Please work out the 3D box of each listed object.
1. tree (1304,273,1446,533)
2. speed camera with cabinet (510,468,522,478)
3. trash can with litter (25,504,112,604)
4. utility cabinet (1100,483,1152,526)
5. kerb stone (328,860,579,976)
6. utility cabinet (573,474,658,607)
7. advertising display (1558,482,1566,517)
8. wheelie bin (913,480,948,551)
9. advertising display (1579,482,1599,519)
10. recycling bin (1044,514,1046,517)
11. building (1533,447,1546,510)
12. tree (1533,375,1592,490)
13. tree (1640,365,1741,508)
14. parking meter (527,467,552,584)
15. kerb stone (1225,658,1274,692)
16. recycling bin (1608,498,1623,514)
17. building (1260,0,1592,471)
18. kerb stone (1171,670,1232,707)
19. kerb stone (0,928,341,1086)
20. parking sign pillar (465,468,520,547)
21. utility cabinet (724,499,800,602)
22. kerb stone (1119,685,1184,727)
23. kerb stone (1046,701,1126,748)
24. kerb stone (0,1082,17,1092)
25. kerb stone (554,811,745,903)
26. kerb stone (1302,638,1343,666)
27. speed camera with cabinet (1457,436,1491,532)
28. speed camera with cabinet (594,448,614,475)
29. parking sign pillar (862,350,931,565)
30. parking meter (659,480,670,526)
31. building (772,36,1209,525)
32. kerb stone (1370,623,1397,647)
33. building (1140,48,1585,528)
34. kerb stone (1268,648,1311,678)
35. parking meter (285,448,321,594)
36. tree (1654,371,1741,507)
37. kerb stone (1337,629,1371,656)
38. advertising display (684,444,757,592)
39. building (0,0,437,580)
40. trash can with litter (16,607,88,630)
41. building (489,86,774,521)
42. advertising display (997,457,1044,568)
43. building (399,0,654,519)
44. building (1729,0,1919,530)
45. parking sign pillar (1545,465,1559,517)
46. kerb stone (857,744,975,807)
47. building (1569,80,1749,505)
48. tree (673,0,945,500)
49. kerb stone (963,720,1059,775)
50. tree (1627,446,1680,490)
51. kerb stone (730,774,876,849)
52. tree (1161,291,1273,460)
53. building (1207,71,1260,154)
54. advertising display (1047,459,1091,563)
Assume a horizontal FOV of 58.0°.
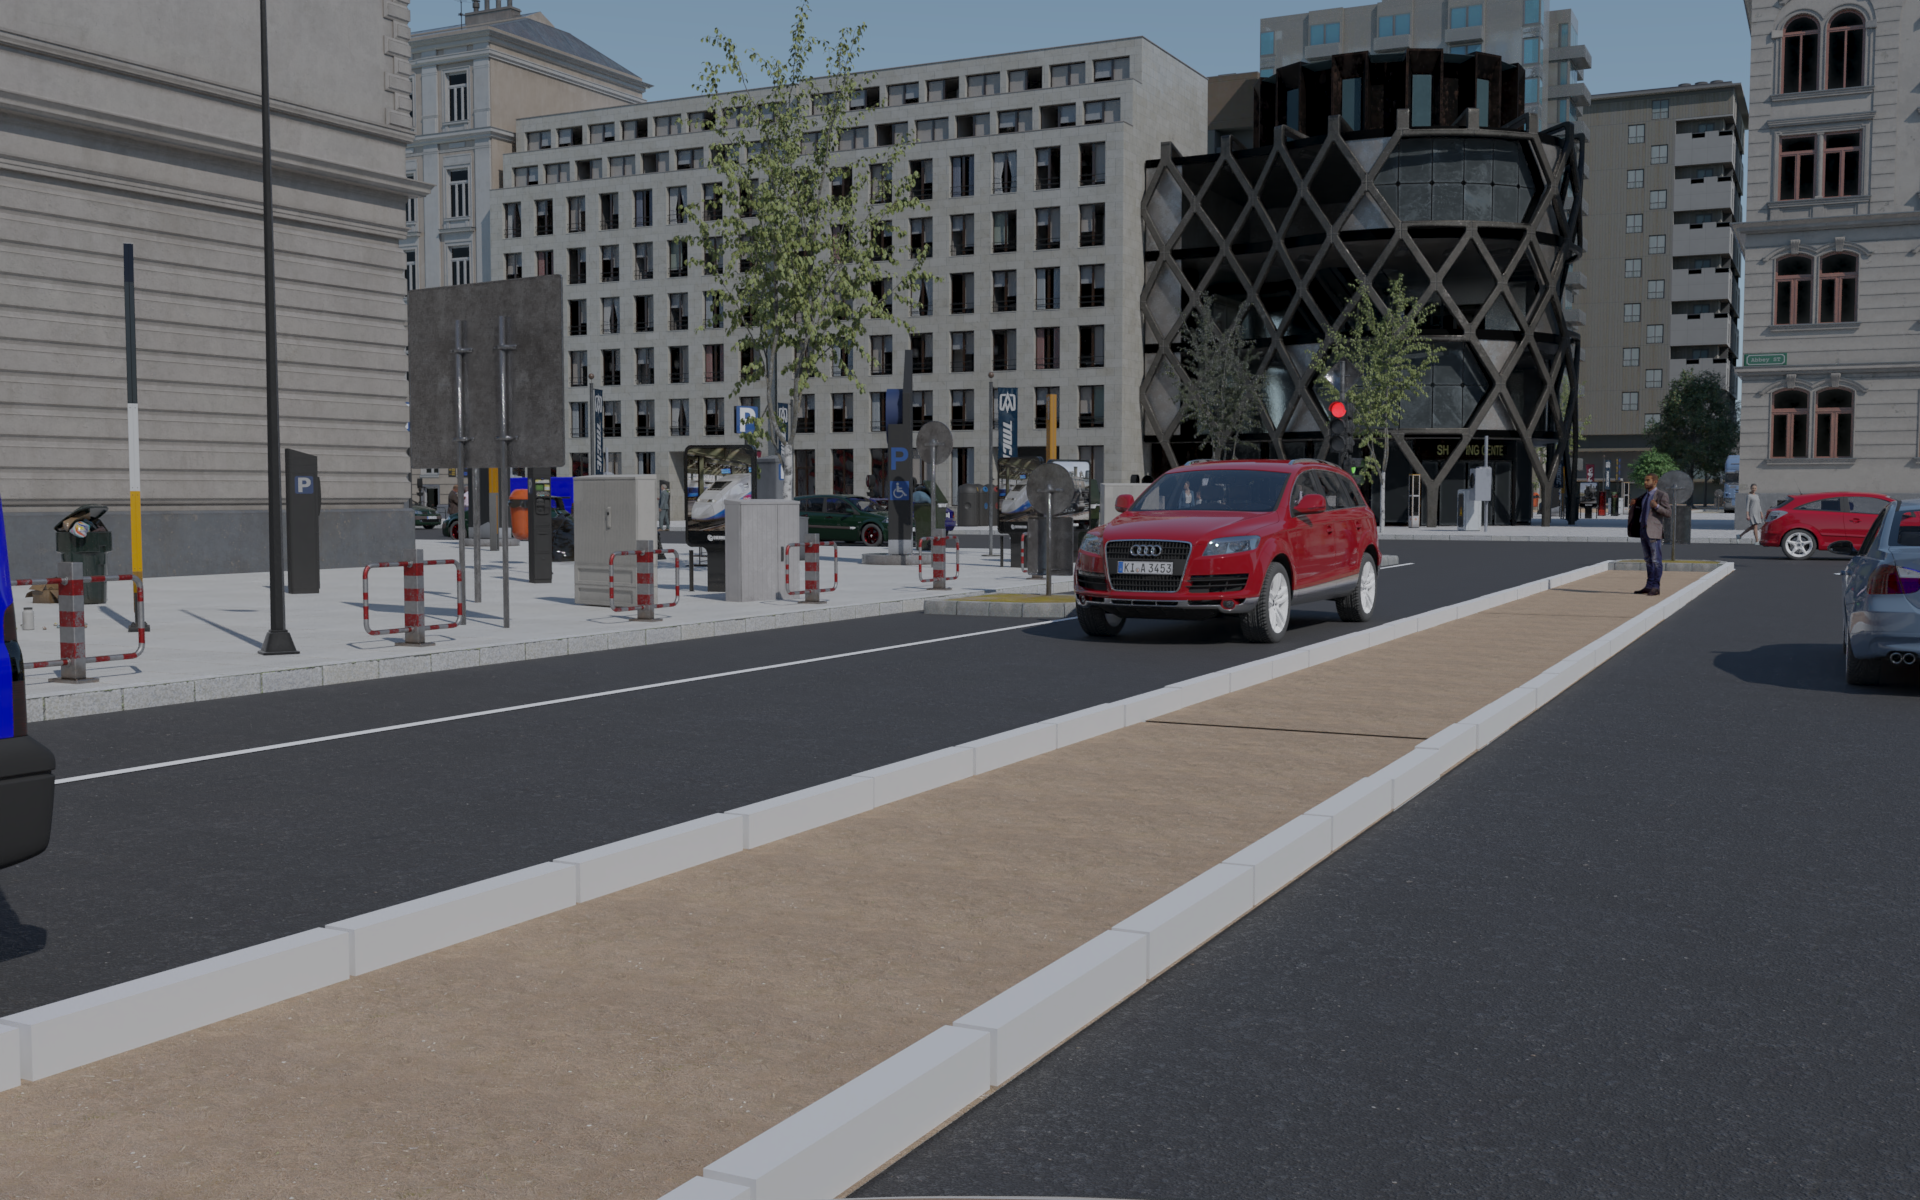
[{"bbox_3d":[13.807,-6.547,57.402,4.737,8.622,4.395,0,3,0],"label":"tree"},{"bbox_3d":[-20.971,-5.469,83.761,2.038,3.252,0.660,1,4,13],"label":"speed camera with cabinet"},{"bbox_3d":[-10.462,-0.541,20.239,1.055,1.170,0.624,1,4,17],"label":"trash can with litter"},{"bbox_3d":[3.477,-1.640,35.489,1.173,1.500,0.318,-1,4,-14],"label":"utility cabinet"},{"bbox_3d":[-1.610,1.018,5.579,0.120,0.150,1.000,2,4,27],"label":"kerb stone"},{"bbox_3d":[-3.922,-0.670,19.641,1.173,1.500,0.318,3,5,42],"label":"utility cabinet"},{"bbox_3d":[33.433,-5.562,96.151,0.123,1.923,0.974,0,4,2],"label":"advertising display"},{"bbox_3d":[-0.711,-1.928,39.424,0.693,1.594,0.980,1,4,22],"label":"wheelie bin"},{"bbox_3d":[32.791,-5.205,90.314,0.974,1.923,0.123,3,5,41],"label":"advertising display"},{"bbox_3d":[1.371,-1.239,32.806,0.722,1.027,0.722,-1,4,-8],"label":"recycling bin"},{"bbox_3d":[31.634,-18.065,140.400,27.650,21.520,28.899,2,4,27],"label":"building"},{"bbox_3d":[36.084,-9.452,104.903,4.737,8.622,4.395,0,3,0],"label":"tree"},{"bbox_3d":[65.335,-14.514,154.315,9.611,12.733,9.660,0,3,0],"label":"tree"},{"bbox_3d":[-6.055,-1.177,24.947,0.255,1.863,0.399,-2,4,-29],"label":"parking meter"},{"bbox_3d":[2.116,0.569,12.890,0.120,0.150,1.000,2,4,27],"label":"kerb stone"},{"bbox_3d":[41.796,-5.979,110.314,0.722,1.027,0.722,-2,4,-33],"label":"recycling bin"},{"bbox_3d":[44.556,-33.605,169.047,30.456,49.044,23.786,2,4,27],"label":"building"},{"bbox_3d":[1.646,0.625,11.977,0.120,0.150,1.000,2,4,27],"label":"kerb stone"},{"bbox_3d":[-2.072,1.074,4.663,0.120,0.150,1.000,2,4,27],"label":"kerb stone"},{"bbox_3d":[-11.645,-3.322,42.792,1.447,3.967,1.447,3,5,43],"label":"parking sign pillar"},{"bbox_3d":[-2.384,-0.601,20.990,0.306,1.237,1.020,3,4,38],"label":"utility cabinet"},{"bbox_3d":[1.189,0.687,11.060,0.120,0.150,1.000,2,4,27],"label":"kerb stone"},{"bbox_3d":[0.719,0.737,10.149,0.120,0.150,1.000,2,4,27],"label":"kerb stone"},{"bbox_3d":[-2.540,1.128,3.745,0.120,0.150,1.000,2,4,27],"label":"kerb stone"},{"bbox_3d":[-1.147,0.960,6.494,0.120,0.150,1.000,2,4,27],"label":"kerb stone"},{"bbox_3d":[3.049,0.457,14.722,0.120,0.150,1.000,2,4,27],"label":"kerb stone"},{"bbox_3d":[17.729,-3.999,59.728,0.660,3.252,2.038,0,3,0],"label":"speed camera with cabinet"},{"bbox_3d":[-14.811,-4.893,74.334,0.660,3.252,2.038,2,4,30],"label":"speed camera with cabinet"},{"bbox_3d":[-1.089,-2.648,31.765,1.447,3.967,1.447,0,3,0],"label":"parking sign pillar"},{"bbox_3d":[-12.035,-3.972,70.647,0.399,1.863,0.255,2,4,32],"label":"parking meter"},{"bbox_3d":[1.539,-13.733,79.290,16.860,20.320,10.420,2,4,27],"label":"building"},{"bbox_3d":[3.975,0.350,16.550,0.120,0.150,1.000,2,4,27],"label":"kerb stone"},{"bbox_3d":[18.002,-12.668,74.578,16.811,18.784,16.820,2,4,27],"label":"building"},{"bbox_3d":[2.582,0.516,13.810,0.120,0.150,1.000,2,4,27],"label":"kerb stone"},{"bbox_3d":[-8.458,-1.016,22.327,0.399,1.863,0.255,-2,4,-32],"label":"parking meter"},{"bbox_3d":[74.066,-15.969,171.465,12.009,13.543,11.850,0,3,0],"label":"tree"},{"bbox_3d":[3.509,0.401,15.638,0.120,0.150,1.000,2,4,27],"label":"kerb stone"},{"bbox_3d":[-3.123,-1.067,22.653,0.974,1.923,0.123,1,4,15],"label":"advertising display"},{"bbox_3d":[-20.285,-12.341,30.658,19.941,23.489,11.050,2,4,27],"label":"building"},{"bbox_3d":[-9.591,-0.328,16.416,2.233,1.210,1.678,1,4,23],"label":"trash can with litter"},{"bbox_3d":[-13.624,-14.242,87.613,16.860,20.320,10.420,2,4,27],"label":"building"},{"bbox_3d":[1.050,-1.522,30.099,0.974,1.923,0.123,3,5,43],"label":"advertising display"},{"bbox_3d":[-29.402,-19.052,97.404,20.117,28.700,13.634,2,4,27],"label":"building"},{"bbox_3d":[40.259,-16.747,61.205,23.554,28.519,14.401,2,4,27],"label":"building"},{"bbox_3d":[34.230,-6.773,99.204,1.447,3.967,1.447,3,4,37],"label":"parking sign pillar"},{"bbox_3d":[-0.215,0.848,8.325,0.120,0.150,1.000,2,4,27],"label":"kerb stone"},{"bbox_3d":[88.516,-38.832,224.142,27.495,52.752,28.713,2,4,27],"label":"building"},{"bbox_3d":[-2.527,-4.656,26.482,4.737,8.622,4.395,0,3,0],"label":"tree"},{"bbox_3d":[0.255,0.793,9.235,0.120,0.150,1.000,2,4,27],"label":"kerb stone"},{"bbox_3d":[46.890,-8.151,116.976,4.285,4.588,4.351,0,3,0],"label":"tree"},{"bbox_3d":[-0.671,0.904,7.407,0.120,0.150,1.000,2,4,27],"label":"kerb stone"},{"bbox_3d":[9.323,-6.840,62.190,4.360,8.622,3.978,0,3,0],"label":"tree"},{"bbox_3d":[26.598,-32.614,183.346,14.200,45.320,14.600,2,4,27],"label":"building"},{"bbox_3d":[2.025,-1.651,32.204,0.974,1.923,0.123,-3,4,-36],"label":"advertising display"}]
